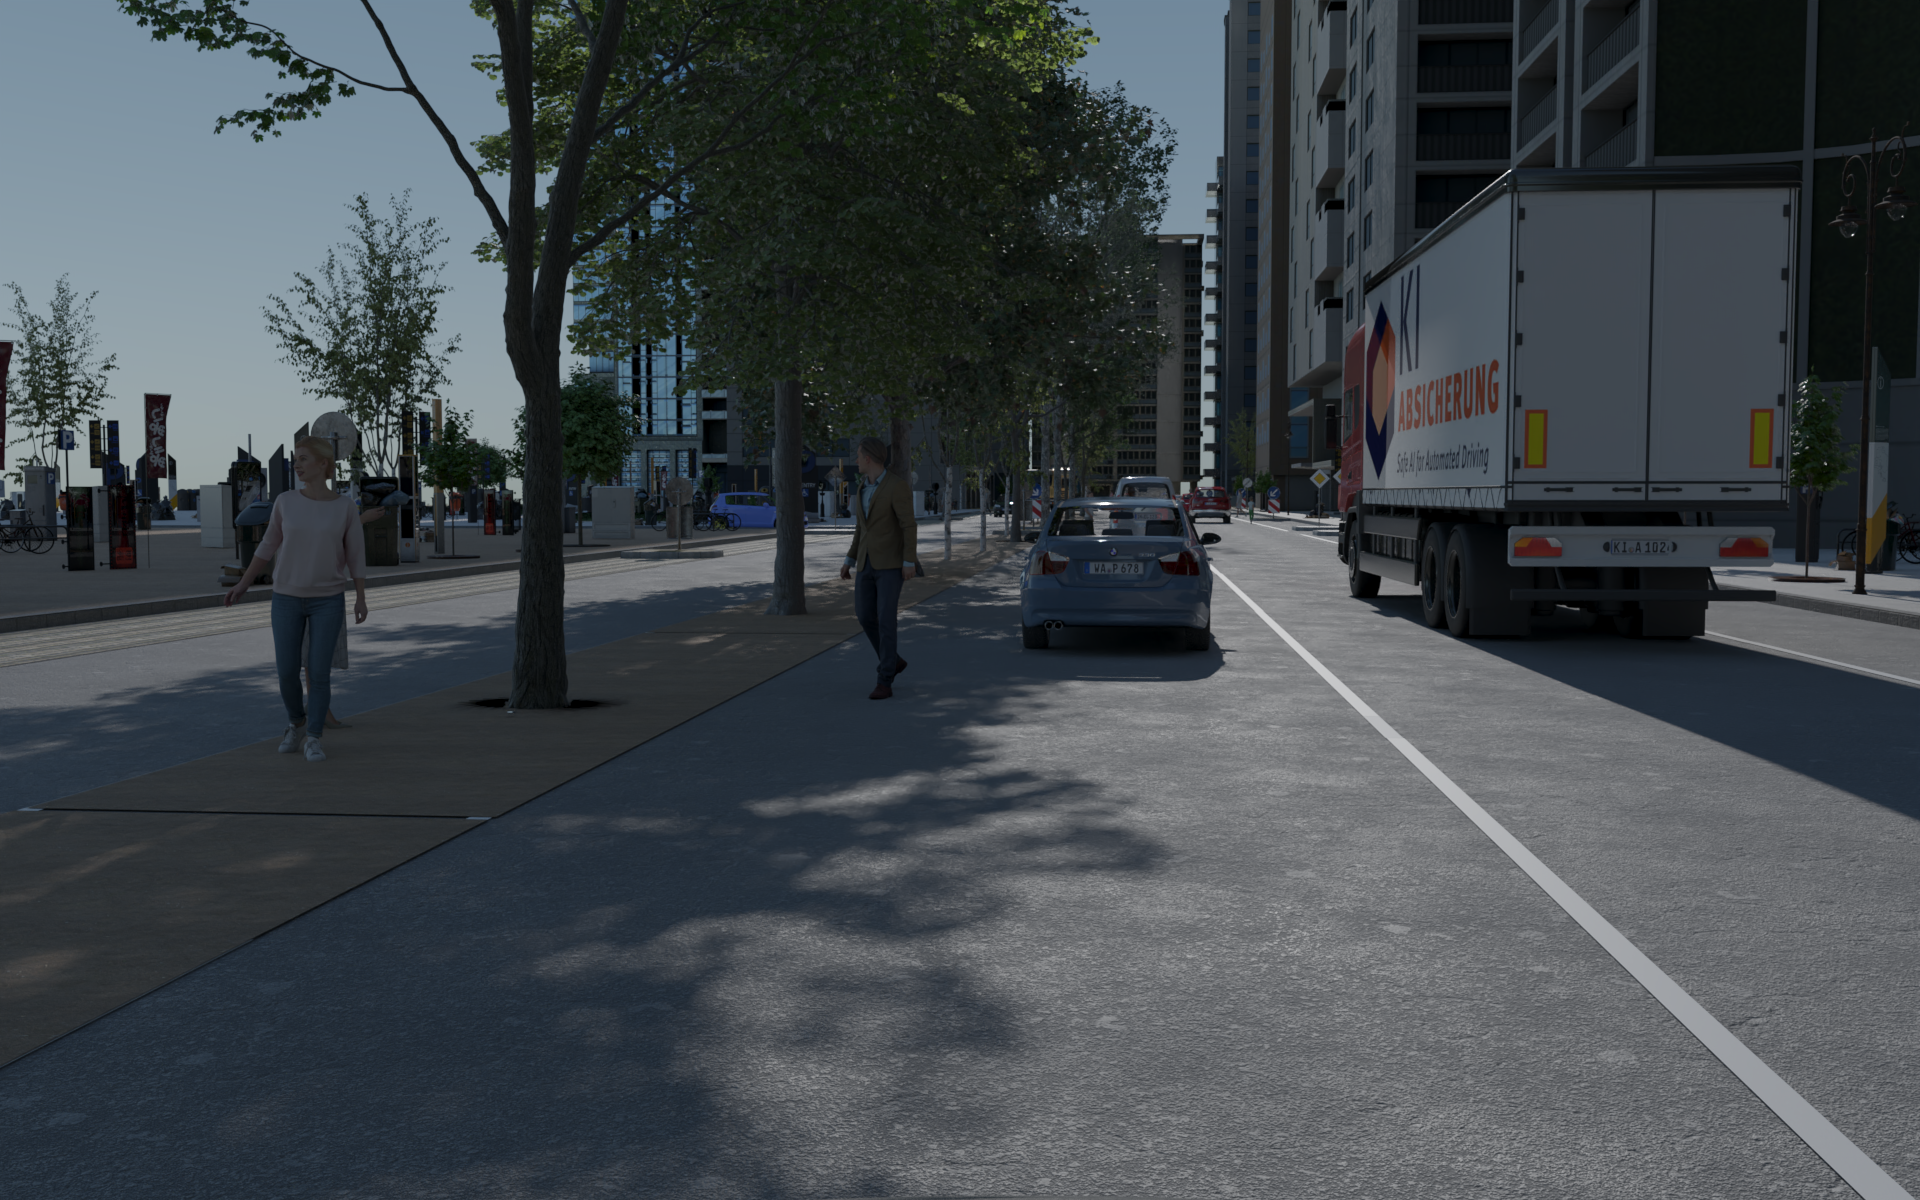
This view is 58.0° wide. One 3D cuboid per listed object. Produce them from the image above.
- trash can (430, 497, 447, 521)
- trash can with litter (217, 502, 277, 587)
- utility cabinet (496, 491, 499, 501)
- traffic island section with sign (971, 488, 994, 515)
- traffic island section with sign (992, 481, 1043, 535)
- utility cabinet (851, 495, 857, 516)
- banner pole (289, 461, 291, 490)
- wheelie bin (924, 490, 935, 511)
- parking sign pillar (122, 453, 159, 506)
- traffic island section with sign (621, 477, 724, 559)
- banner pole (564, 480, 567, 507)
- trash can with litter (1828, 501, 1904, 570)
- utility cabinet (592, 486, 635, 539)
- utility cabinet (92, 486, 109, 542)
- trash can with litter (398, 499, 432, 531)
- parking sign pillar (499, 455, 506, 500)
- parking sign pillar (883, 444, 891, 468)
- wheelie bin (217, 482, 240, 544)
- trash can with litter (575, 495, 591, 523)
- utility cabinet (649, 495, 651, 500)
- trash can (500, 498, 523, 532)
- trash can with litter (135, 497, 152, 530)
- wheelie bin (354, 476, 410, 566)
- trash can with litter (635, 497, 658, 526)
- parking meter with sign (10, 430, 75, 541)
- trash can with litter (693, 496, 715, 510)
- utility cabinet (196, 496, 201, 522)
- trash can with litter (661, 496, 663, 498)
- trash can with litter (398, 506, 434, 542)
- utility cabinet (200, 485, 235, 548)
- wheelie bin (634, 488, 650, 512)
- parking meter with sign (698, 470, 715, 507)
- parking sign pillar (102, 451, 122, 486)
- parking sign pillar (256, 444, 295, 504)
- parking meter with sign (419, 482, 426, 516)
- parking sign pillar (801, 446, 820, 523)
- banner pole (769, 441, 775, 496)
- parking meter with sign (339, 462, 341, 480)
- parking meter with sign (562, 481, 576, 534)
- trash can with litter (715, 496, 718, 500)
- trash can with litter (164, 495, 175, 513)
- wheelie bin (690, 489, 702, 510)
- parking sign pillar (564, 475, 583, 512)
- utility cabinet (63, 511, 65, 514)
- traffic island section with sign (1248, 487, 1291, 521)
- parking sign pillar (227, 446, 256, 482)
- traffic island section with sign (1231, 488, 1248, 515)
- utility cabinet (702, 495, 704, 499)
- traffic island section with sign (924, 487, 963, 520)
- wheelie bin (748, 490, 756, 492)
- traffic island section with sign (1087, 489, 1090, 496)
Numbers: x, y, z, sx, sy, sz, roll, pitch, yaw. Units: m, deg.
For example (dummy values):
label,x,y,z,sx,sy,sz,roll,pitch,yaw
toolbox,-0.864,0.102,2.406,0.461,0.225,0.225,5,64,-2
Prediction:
label,x,y,z,sx,sy,sz,roll,pitch,yaw
trash can,-23.880,-4.143,79.392,0.748,1.137,0.748,0,3,0
trash can with litter,-9.940,-0.792,24.342,0.624,1.170,1.055,0,4,7
utility cabinet,-32.676,-6.890,121.329,1.173,1.500,0.318,1,4,22
traffic island section with sign,1.821,-6.904,121.503,1.989,1.847,2.006,0,4,6
traffic island section with sign,2.224,-3.261,61.450,2.006,1.907,1.989,0,4,6
utility cabinet,-6.115,-5.679,104.012,0.306,1.237,1.020,3,5,41
banner pole,-44.942,-7.681,115.595,0.863,3.779,0.401,0,4,2
wheelie bin,-2.346,-7.696,133.742,0.980,1.594,0.693,1,4,16
parking sign pillar,-42.238,-6.207,89.949,1.447,3.967,1.447,1,4,12
traffic island section with sign,-6.421,-1.862,39.077,1.989,1.847,2.006,0,4,6
banner pole,-32.474,-9.258,141.382,0.401,3.779,0.863,3,5,41
trash can with litter,15.214,-1.082,29.084,1.055,1.170,0.624,1,4,19
utility cabinet,-9.874,-2.485,49.302,1.173,1.500,0.318,1,4,12
utility cabinet,-22.831,-2.298,46.246,0.318,1.500,1.173,0,4,2
trash can with litter,-19.131,-3.021,60.452,1.678,1.210,2.233,-1,4,-9
parking sign pillar,-31.313,-7.956,118.551,1.447,3.967,1.447,-1,4,-12
parking sign pillar,-4.113,-6.181,89.527,1.447,3.967,1.447,-1,4,-18
wheelie bin,-18.749,-2.249,44.672,0.980,1.594,0.693,-2,4,-30
trash can with litter,-17.538,-3.995,76.381,2.233,1.210,1.678,-2,4,-35
utility cabinet,-19.106,-5.856,106.902,1.020,1.237,0.306,-3,5,-40
trash can,-15.071,-2.848,58.214,0.748,1.137,0.748,0,3,0
trash can with litter,-29.423,-3.108,62.204,0.624,1.170,1.055,-3,4,-39
wheelie bin,-10.325,-1.407,30.915,0.980,1.594,0.693,-1,4,-20
trash can with litter,-12.814,-3.613,70.464,1.055,1.170,0.624,1,4,10
parking meter with sign,-25.128,-3.123,47.326,1.738,3.016,0.543,1,4,10
trash can with litter,-14.794,-5.378,99.312,0.624,1.170,1.055,2,4,32
utility cabinet,-35.312,-4.246,80.587,0.306,1.237,1.020,-1,4,-18
trash can with litter,-19.542,-6.183,112.143,2.233,1.210,1.678,0,4,5
trash can with litter,-14.422,-2.119,46.036,0.624,1.170,1.055,3,5,40
utility cabinet,-17.661,-1.990,41.216,1.173,1.500,0.318,3,5,43
wheelie bin,-16.817,-5.107,91.399,0.693,1.594,0.980,-3,5,-42
parking meter with sign,-18.429,-8.014,127.290,0.543,3.016,1.738,2,4,32
parking sign pillar,-52.964,-7.339,108.460,1.447,3.967,1.447,-3,4,-38
parking sign pillar,-36.634,-6.404,93.171,1.447,3.967,1.447,3,4,37
parking meter with sign,-31.313,-6.320,99.598,1.738,3.016,0.543,3,5,44
parking sign pillar,-6.924,-5.373,76.326,1.447,3.967,1.447,-2,4,-28
banner pole,-8.865,-5.639,82.217,0.401,3.779,0.863,-3,5,-44
parking meter with sign,-33.337,-6.077,95.613,1.738,3.016,0.543,-1,4,-14
parking meter with sign,-13.158,-3.660,56.099,0.543,3.016,1.738,2,4,25
trash can with litter,-18.499,-7.327,131.178,0.624,1.170,1.055,3,4,37
trash can with litter,-52.984,-6.404,115.755,1.678,1.210,2.233,-2,4,-27
wheelie bin,-15.350,-5.680,100.777,0.693,1.594,0.980,-2,4,-28
parking sign pillar,-27.984,-8.359,125.149,1.447,3.967,1.447,2,4,30
utility cabinet,-55.975,-5.992,109.124,1.020,1.237,0.306,-2,4,-29
traffic island section with sign,16.595,-5.131,92.523,1.989,1.847,2.006,0,4,6
parking sign pillar,-39.924,-6.653,97.242,1.447,3.967,1.447,0,4,3
traffic island section with sign,19.380,-6.832,120.333,1.989,1.847,2.006,0,4,6
utility cabinet,-19.369,-7.270,130.028,0.306,1.237,1.020,2,4,25
traffic island section with sign,-0.853,-5.262,94.661,1.989,1.847,2.006,0,4,6
wheelie bin,-16.761,-8.041,139.376,0.980,1.594,0.693,-2,4,-32
traffic island section with sign,10.449,-8.284,143.586,2.006,1.907,1.989,0,4,6
